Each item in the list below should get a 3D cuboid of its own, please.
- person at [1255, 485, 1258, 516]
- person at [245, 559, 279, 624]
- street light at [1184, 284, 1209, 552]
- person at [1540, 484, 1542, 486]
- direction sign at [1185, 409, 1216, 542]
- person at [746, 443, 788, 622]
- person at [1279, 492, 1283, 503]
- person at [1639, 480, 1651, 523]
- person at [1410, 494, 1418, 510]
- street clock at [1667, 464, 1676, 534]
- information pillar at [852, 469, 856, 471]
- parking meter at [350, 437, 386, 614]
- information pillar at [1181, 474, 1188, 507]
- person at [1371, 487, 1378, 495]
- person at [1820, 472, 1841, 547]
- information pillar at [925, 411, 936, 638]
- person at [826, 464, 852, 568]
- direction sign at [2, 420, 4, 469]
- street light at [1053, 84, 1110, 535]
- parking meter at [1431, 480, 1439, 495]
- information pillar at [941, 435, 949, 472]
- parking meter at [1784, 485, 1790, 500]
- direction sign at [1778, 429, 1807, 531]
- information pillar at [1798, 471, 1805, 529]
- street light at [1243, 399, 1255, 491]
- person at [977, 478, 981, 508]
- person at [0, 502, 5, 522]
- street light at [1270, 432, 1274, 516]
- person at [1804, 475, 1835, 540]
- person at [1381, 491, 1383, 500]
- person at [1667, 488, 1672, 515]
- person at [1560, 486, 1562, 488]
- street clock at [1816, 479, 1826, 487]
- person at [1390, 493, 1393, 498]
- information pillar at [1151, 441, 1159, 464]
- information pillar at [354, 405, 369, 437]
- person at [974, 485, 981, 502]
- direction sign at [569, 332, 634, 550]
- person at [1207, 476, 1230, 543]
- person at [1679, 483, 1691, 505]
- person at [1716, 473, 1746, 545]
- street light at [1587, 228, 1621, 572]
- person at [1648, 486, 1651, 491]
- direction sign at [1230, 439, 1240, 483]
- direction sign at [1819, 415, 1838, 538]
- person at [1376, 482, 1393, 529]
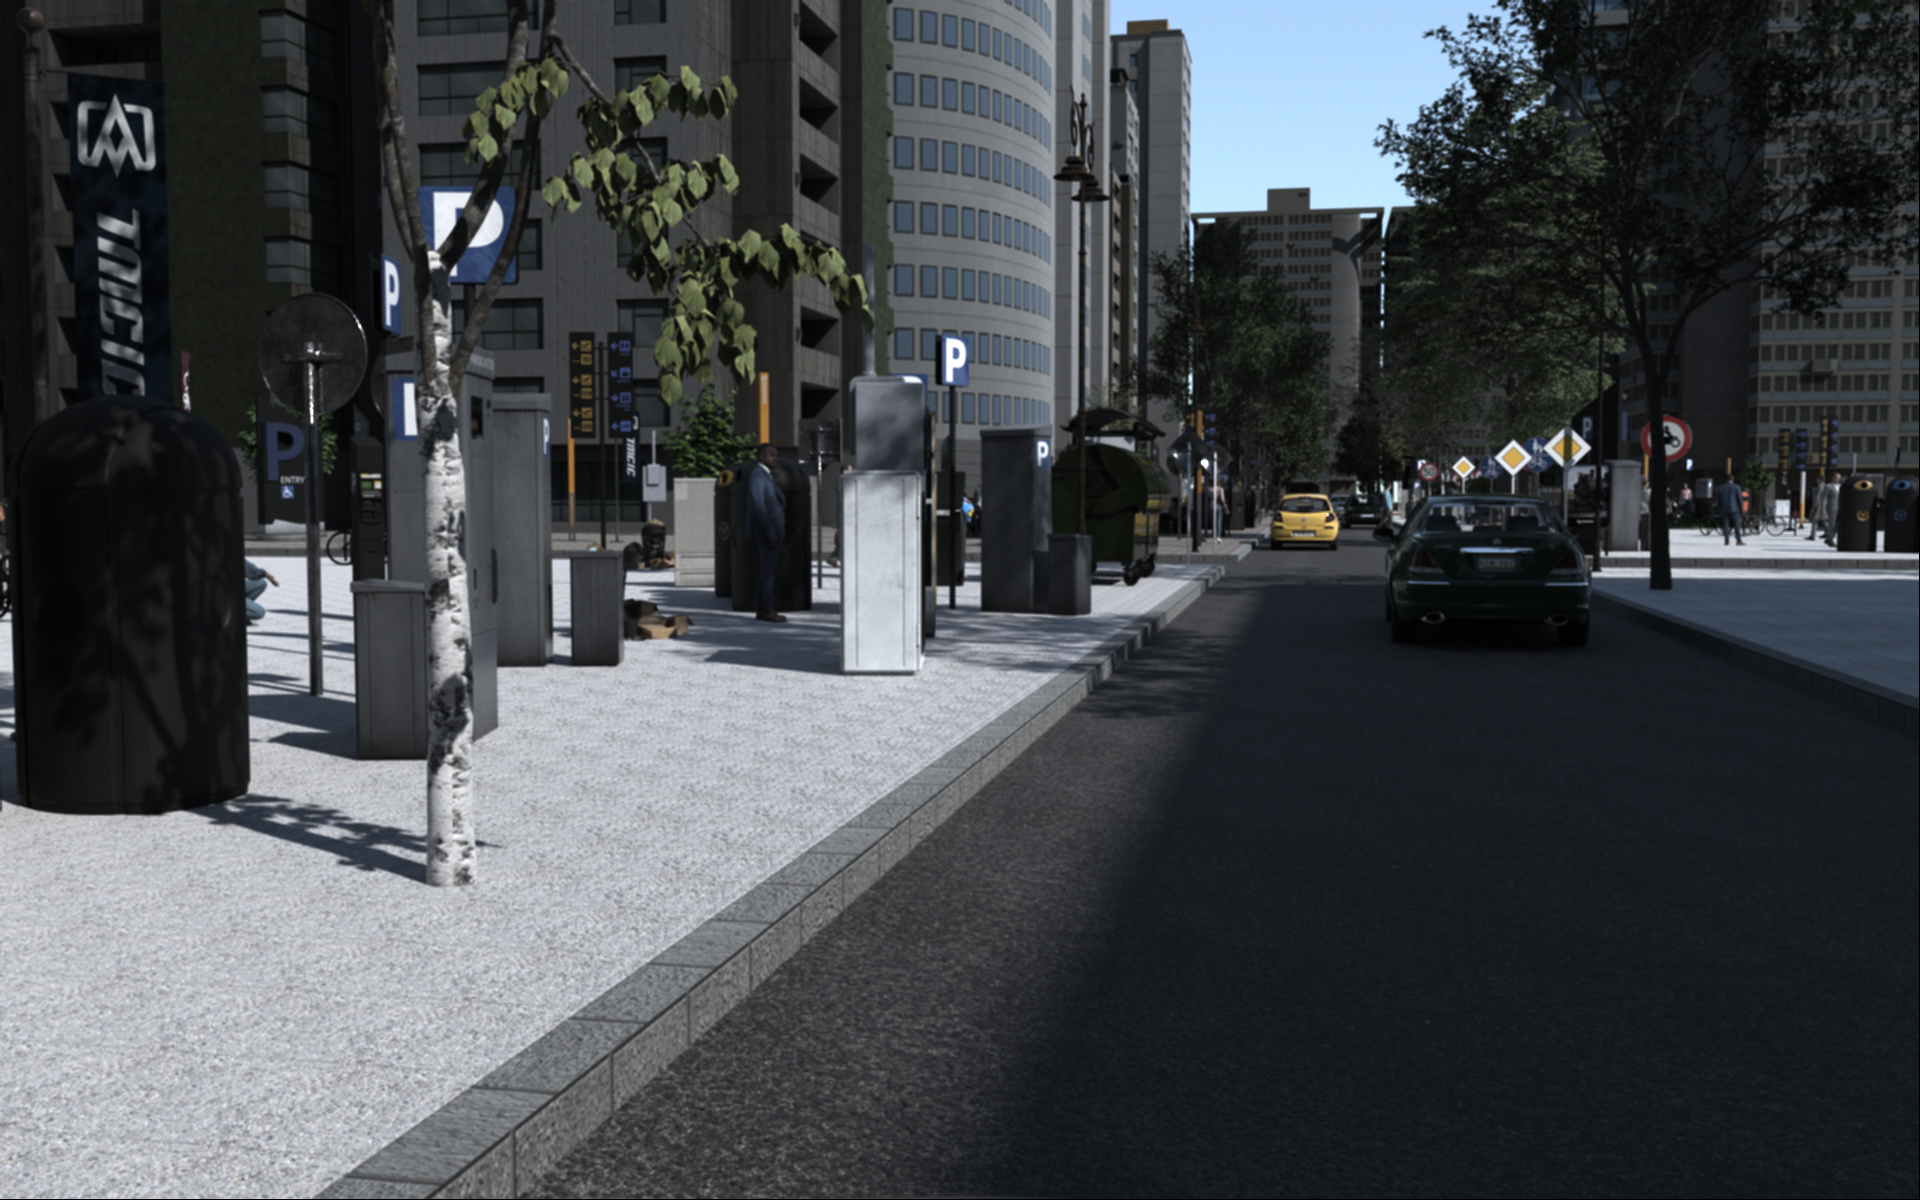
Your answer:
[{"bbox_3d":[16.087,-5.353,94.134,0.524,1.755,0.480,0,4,-3],"label":"person"},{"bbox_3d":[-7.029,-0.332,16.978,0.738,1.151,1.012,-1,4,-17],"label":"person"},{"bbox_3d":[5.212,-4.004,38.251,0.468,5.910,1.993,1,4,12],"label":"street light"},{"bbox_3d":[32.525,-5.581,97.250,0.822,1.834,0.622,-2,4,-24],"label":"person"},{"bbox_3d":[6.449,-3.334,46.502,0.876,3.537,0.379,-1,4,-12],"label":"direction sign"},{"bbox_3d":[-1.966,-0.695,17.596,0.419,1.800,0.721,0,4,-6],"label":"person"},{"bbox_3d":[24.465,-7.735,133.063,0.990,1.755,0.434,0,4,-6],"label":"person"},{"bbox_3d":[21.769,-2.951,55.035,0.466,1.731,0.760,1,4,8],"label":"person"},{"bbox_3d":[21.519,-4.384,81.995,0.425,1.301,0.394,1,4,15],"label":"person"},{"bbox_3d":[16.955,-2.270,41.679,0.358,2.002,0.471,-1,4,-17],"label":"street clock"},{"bbox_3d":[-3.066,-2.805,50.351,0.304,2.012,0.304,3,4,36],"label":"information pillar"},{"bbox_3d":[-5.994,-0.723,17.537,0.255,1.863,0.399,-2,4,-31],"label":"parking meter"},{"bbox_3d":[12.082,-6.214,92.953,0.504,3.616,0.183,-2,4,-32],"label":"information pillar"},{"bbox_3d":[32.986,-8.087,138.276,1.348,1.823,0.705,-3,4,-37],"label":"person"},{"bbox_3d":[21.183,-2.186,41.905,0.709,1.813,0.853,-1,4,-18],"label":"person"},{"bbox_3d":[-0.370,-0.676,15.552,0.304,2.012,0.304,0,4,0],"label":"information pillar"},{"bbox_3d":[-1.947,-1.467,30.137,0.767,1.812,0.694,0,4,-4],"label":"person"},{"bbox_3d":[-29.666,-3.724,52.889,0.876,3.537,0.379,-1,4,-18],"label":"direction sign"},{"bbox_3d":[1.417,-2.895,20.126,0.468,5.910,1.993,1,4,12],"label":"street light"},{"bbox_3d":[20.215,-4.153,73.605,0.255,1.863,0.399,1,4,15],"label":"parking meter"},{"bbox_3d":[-0.575,-4.739,68.845,0.183,3.616,0.504,-2,4,-34],"label":"information pillar"},{"bbox_3d":[50.056,-6.056,104.724,0.399,1.863,0.255,0,4,7],"label":"parking meter"},{"bbox_3d":[28.788,-4.156,59.950,0.876,3.537,0.379,1,4,14],"label":"direction sign"},{"bbox_3d":[31.090,-4.435,63.874,0.183,3.616,0.504,2,4,34],"label":"information pillar"},{"bbox_3d":[11.616,-5.926,69.684,0.468,5.910,1.993,1,4,12],"label":"street light"},{"bbox_3d":[0.713,-2.856,53.083,0.624,1.780,0.694,2,4,29],"label":"person"},{"bbox_3d":[-12.653,-0.942,22.454,0.512,1.701,0.522,2,4,30],"label":"person"},{"bbox_3d":[18.274,-7.872,101.493,0.468,5.910,1.993,1,4,12],"label":"street light"},{"bbox_3d":[23.742,-2.548,47.802,0.694,1.812,0.767,-2,4,-33],"label":"person"},{"bbox_3d":[45.626,-10.870,186.948,0.721,1.735,1.217,0,4,-2],"label":"person"},{"bbox_3d":[18.764,-2.454,46.258,0.391,1.810,0.635,3,5,43],"label":"person"},{"bbox_3d":[35.579,-5.886,102.632,0.624,1.780,0.694,0,4,-7],"label":"person"},{"bbox_3d":[36.852,-4.256,74.162,0.358,2.002,0.471,0,4,-5],"label":"street clock"},{"bbox_3d":[43.543,-10.373,176.352,1.217,1.736,0.721,-1,4,-21],"label":"person"},{"bbox_3d":[8.255,-5.019,73.416,0.183,3.616,0.504,3,5,44],"label":"information pillar"},{"bbox_3d":[-15.792,-3.327,45.757,0.504,3.616,0.183,2,4,28],"label":"information pillar"},{"bbox_3d":[0.907,-3.958,70.860,0.694,1.812,0.767,2,4,27],"label":"person"},{"bbox_3d":[-5.018,-1.976,24.311,0.876,3.537,0.379,0,4,-2],"label":"direction sign"},{"bbox_3d":[6.723,-2.365,45.305,0.593,1.750,0.643,2,4,29],"label":"person"},{"bbox_3d":[35.718,-4.850,85.349,0.555,1.821,0.388,1,4,8],"label":"person"},{"bbox_3d":[19.379,-2.281,43.525,0.721,1.800,0.419,2,4,28],"label":"person"},{"bbox_3d":[10.505,-3.402,28.415,0.468,5.910,1.993,1,4,12],"label":"street light"},{"bbox_3d":[38.818,-5.605,97.643,0.822,1.834,0.622,2,4,26],"label":"person"},{"bbox_3d":[11.413,-4.889,71.925,0.379,3.537,0.876,-1,4,-16],"label":"direction sign"},{"bbox_3d":[25.099,-3.553,50.094,0.876,3.537,0.379,-2,4,-34],"label":"direction sign"},{"bbox_3d":[13.892,-2.946,56.535,0.748,1.841,0.638,2,4,30],"label":"person"}]
